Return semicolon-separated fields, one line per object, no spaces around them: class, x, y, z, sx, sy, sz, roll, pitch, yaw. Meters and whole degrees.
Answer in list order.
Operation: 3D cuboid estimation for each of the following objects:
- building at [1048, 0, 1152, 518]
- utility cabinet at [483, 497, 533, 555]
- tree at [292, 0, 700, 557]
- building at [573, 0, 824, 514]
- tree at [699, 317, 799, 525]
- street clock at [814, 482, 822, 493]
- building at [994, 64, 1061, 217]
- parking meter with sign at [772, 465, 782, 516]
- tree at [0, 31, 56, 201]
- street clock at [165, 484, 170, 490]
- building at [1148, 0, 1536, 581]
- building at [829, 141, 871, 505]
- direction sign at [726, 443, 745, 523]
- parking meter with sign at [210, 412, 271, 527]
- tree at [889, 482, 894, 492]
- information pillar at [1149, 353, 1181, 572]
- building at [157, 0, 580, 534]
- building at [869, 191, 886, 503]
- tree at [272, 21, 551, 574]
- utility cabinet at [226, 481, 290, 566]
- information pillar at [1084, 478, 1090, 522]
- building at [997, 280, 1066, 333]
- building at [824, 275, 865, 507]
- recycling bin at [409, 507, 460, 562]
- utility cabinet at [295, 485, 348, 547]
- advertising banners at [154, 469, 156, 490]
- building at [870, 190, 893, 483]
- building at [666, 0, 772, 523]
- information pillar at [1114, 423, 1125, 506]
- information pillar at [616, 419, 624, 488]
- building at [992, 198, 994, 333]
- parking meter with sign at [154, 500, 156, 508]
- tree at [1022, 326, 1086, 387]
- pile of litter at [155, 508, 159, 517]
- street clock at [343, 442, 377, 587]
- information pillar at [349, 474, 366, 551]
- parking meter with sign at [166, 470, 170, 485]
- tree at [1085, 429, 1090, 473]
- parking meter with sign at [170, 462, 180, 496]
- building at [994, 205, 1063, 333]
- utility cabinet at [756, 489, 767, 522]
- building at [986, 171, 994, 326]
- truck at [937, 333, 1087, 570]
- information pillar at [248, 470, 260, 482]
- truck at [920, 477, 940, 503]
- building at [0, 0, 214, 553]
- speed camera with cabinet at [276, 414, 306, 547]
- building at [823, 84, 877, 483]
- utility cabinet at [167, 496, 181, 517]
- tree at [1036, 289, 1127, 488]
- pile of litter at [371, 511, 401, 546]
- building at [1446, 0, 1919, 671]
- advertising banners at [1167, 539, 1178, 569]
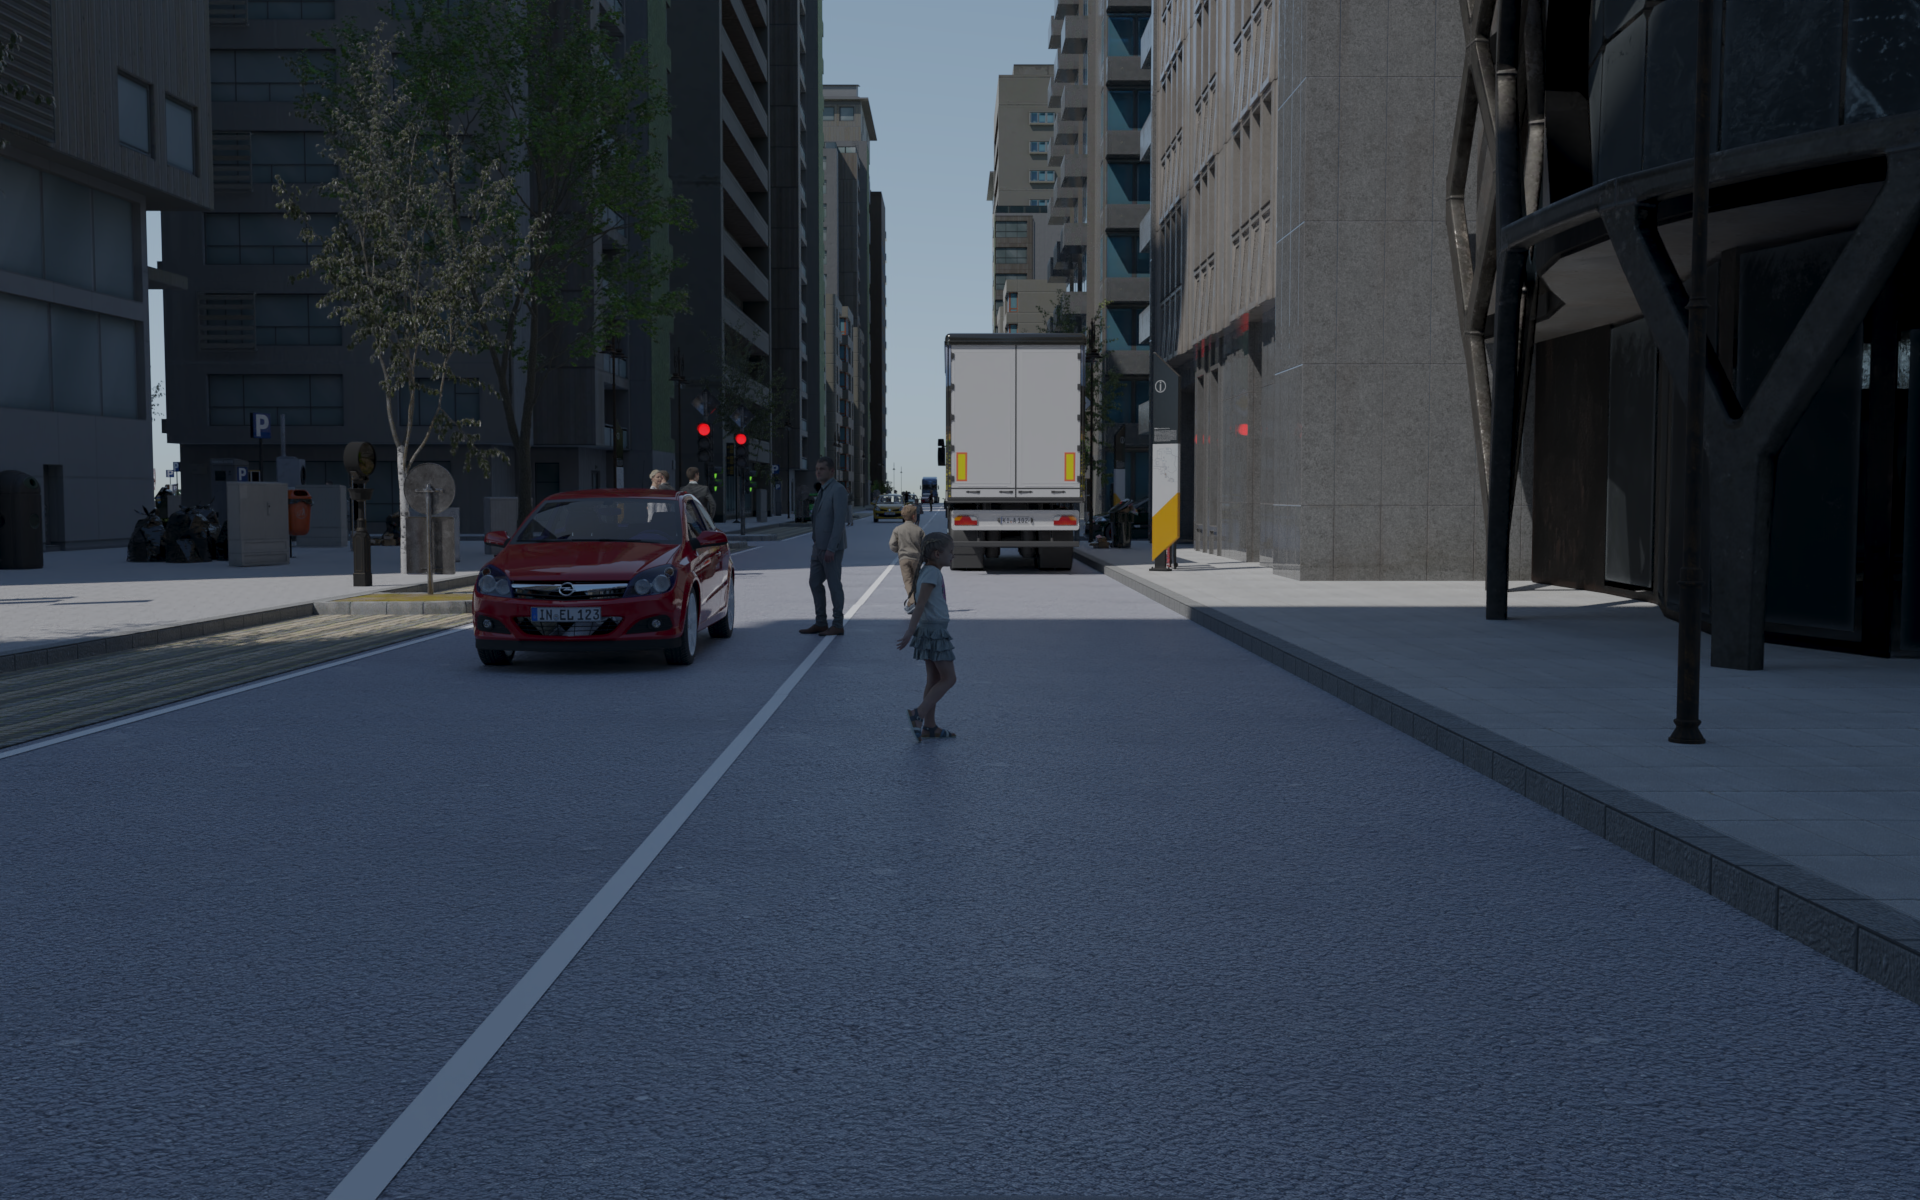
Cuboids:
building;16.410;-29.150;96.212;23.786;49.044;30.456;0;4;0
utility cabinet;-9.663;-1.586;37.095;1.020;1.237;0.306;-3;5;-44
tree;-9.000;-6.680;34.977;9.928;11.665;9.643;0;3;0
building;-16.397;-26.288;113.399;14.154;41.232;14.086;0;4;0
tree;-8.940;-7.433;71.899;4.360;8.622;3.978;0;3;0
street clock;-8.674;-6.186;105.705;0.471;2.002;0.358;-2;4;-30
building;14.638;-34.798;192.650;21.300;48.544;21.600;0;4;0
parking meter with sign;-10.795;-6.469;102.030;0.543;3.016;1.738;-1;4;-14
tree;-9.280;-3.833;13.027;4.360;8.622;3.978;0;3;0
street clock;-58.055;-7.486;126.965;0.358;2.002;0.471;0;4;6
building;10.978;-13.254;34.728;12.078;24.808;19.932;0;4;0
building;-17.505;-31.271;194.875;14.154;41.232;14.086;0;4;0
direction sign;-9.877;-5.167;76.484;0.876;3.537;0.379;-1;4;-21
parking meter with sign;-15.802;-2.523;37.505;1.738;3.016;0.543;1;4;18
tree;-9.987;-14.198;226.732;1.663;3.219;1.824;0;3;0
information pillar;3.402;-2.281;28.649;0.504;3.616;0.183;3;4;36
building;-18.247;-23.050;60.463;14.154;41.232;14.086;0;4;0
building;-17.847;-36.637;249.129;14.600;45.320;14.200;0;4;0
tree;-8.803;-4.715;27.456;4.360;8.622;3.978;0;3;0
utility cabinet;-12.496;-1.358;30.878;0.318;1.500;1.173;1;4;21
information pillar;5.944;-4.640;80.358;0.304;2.012;0.304;-1;4;-11
building;17.491;-18.909;154.203;27.650;21.520;28.899;0;4;0
building;-24.178;-20.120;173.996;27.650;21.520;28.899;0;4;0
recycling bin;-9.892;-1.222;32.530;0.722;1.027;0.722;3;5;40
utility cabinet;-15.393;-2.024;41.766;1.173;1.500;0.318;1;4;10
advertising banners;-55.132;-7.459;118.147;0.090;3.025;2.074;-3;4;-39
building;-22.794;-39.858;271.281;23.786;49.044;30.456;0;4;0
building;-21.223;-28.276;86.022;21.300;48.544;21.600;0;4;0
information pillar;5.283;-4.031;57.265;0.504;3.616;0.183;-3;5;-43
information pillar;-10.496;-3.786;53.257;0.183;3.616;0.504;1;4;15
building;15.822;-38.211;244.352;23.786;49.044;30.456;0;4;0
parking meter with sign;-53.532;-7.183;113.695;0.543;3.016;1.738;1;4;19
tree;3.653;-7.633;75.155;4.360;8.622;3.978;0;3;0
pile of litter;-29.506;-3.054;63.899;1.176;0.858;1.719;1;4;17
street clock;-8.301;-1.189;24.016;0.358;2.002;0.471;1;4;13
information pillar;-13.502;-2.099;38.815;0.304;2.012;0.304;-2;4;-30
parking meter with sign;-56.143;-7.793;123.676;0.543;3.016;1.738;-3;5;-39
tree;3.840;-5.296;70.298;4.285;4.588;4.351;0;3;0
parking meter with sign;-41.713;-5.977;93.985;0.543;3.016;1.738;2;4;33
building;10.395;-24.689;175.363;14.160;30.474;14.107;0;4;0
utility cabinet;-9.006;-4.286;78.752;0.318;1.500;1.173;-1;4;-16
building;18.781;-41.879;273.961;28.713;52.752;27.495;0;4;0
truck;0.928;-2.867;35.783;2.839;4.237;11.283;0;4;0
information pillar;-22.029;-3.031;54.056;0.304;2.012;0.304;-3;5;-45
truck;-4.617;-17.402;274.287;2.967;4.110;18.799;0;4;0
building;-32.333;-26.997;30.642;27.495;52.752;28.713;0;4;0
speed camera with cabinet;-16.502;-2.940;42.405;0.660;3.252;2.038;-1;4;-10
building;-25.666;-39.037;227.492;28.713;52.752;27.495;0;4;0
utility cabinet;-33.519;-3.876;74.535;1.020;1.237;0.306;-1;4;-10
tree;4.138;-6.800;61.545;4.737;8.622;4.395;0;3;0
pile of litter;-14.292;-1.785;43.144;1.176;0.858;1.719;-2;4;-30
building;13.487;-9.100;16.245;16.820;18.784;16.811;0;4;0
advertising banners;3.680;-2.089;30.346;0.090;3.025;2.074;0;4;1
